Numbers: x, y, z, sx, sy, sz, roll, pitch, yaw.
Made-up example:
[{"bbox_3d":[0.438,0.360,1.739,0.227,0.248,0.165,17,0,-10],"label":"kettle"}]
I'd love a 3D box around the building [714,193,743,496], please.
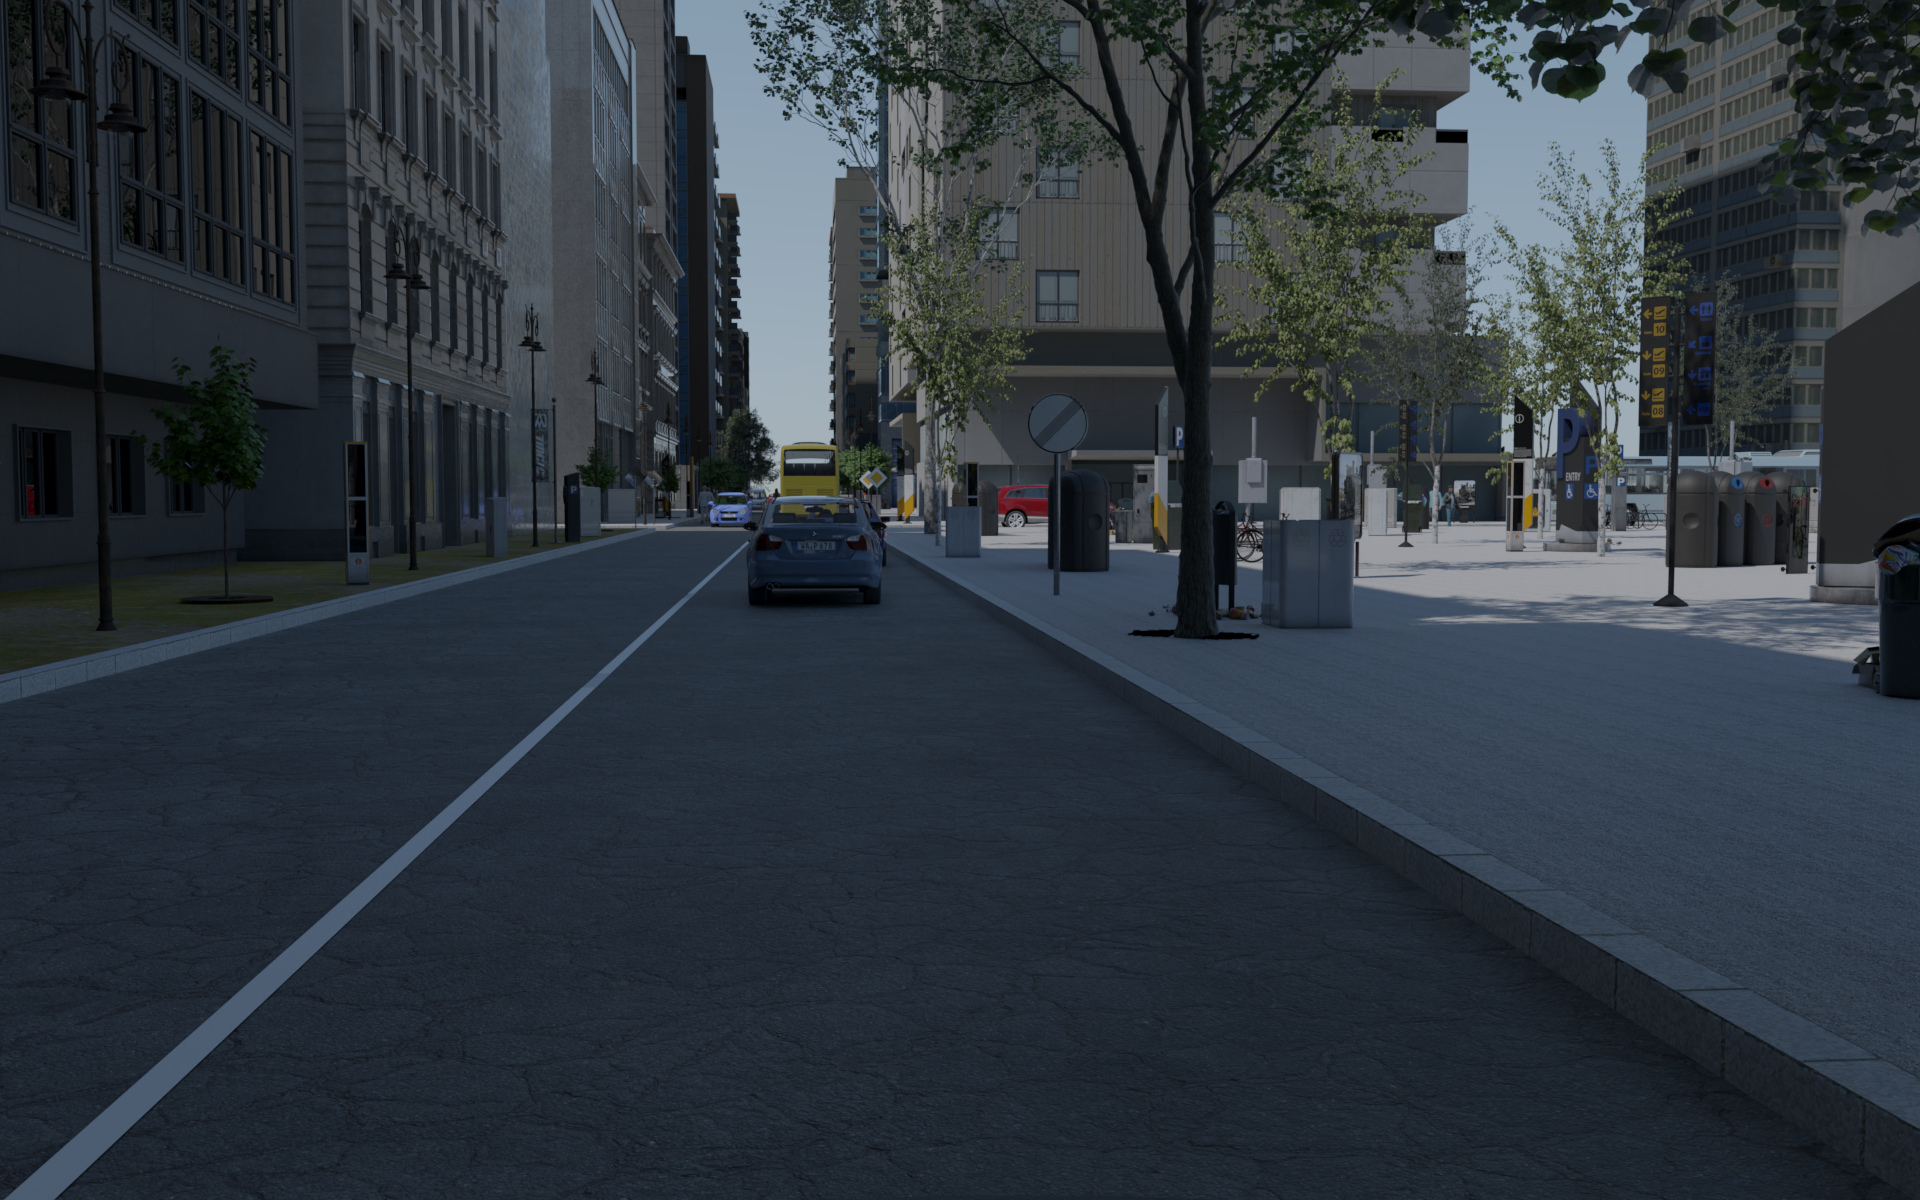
[{"bbox_3d":[-42.168,-36.069,244.348,22.147,44.769,28.867,0,4,-5],"label":"building"}]

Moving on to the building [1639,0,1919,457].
[{"bbox_3d":[54.305,-24.778,96.994,23.993,40.220,32.217,0,4,-5],"label":"building"}]

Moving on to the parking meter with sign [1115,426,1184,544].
[{"bbox_3d":[4.872,-2.974,44.889,1.738,3.016,0.543,2,4,30],"label":"parking meter with sign"}]

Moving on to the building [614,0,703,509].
[{"bbox_3d":[-33.725,-43.808,154.510,20.563,71.187,20.611,0,4,-5],"label":"building"}]

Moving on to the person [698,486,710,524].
[{"bbox_3d":[-12.241,-4.576,83.194,0.514,1.842,0.818,-3,5,-43],"label":"person"}]

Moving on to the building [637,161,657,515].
[{"bbox_3d":[-24.099,-16.692,101.786,11.050,23.489,19.941,0,4,-5],"label":"building"}]

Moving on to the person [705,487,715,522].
[{"bbox_3d":[-12.986,-4.941,89.508,0.478,1.798,0.641,2,4,32],"label":"person"}]

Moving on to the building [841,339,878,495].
[{"bbox_3d":[-0.129,-22.209,208.152,27.650,21.520,28.899,0,4,-5],"label":"building"}]

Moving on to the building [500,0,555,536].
[{"bbox_3d":[-22.301,-12.264,55.268,16.860,20.320,10.420,0,4,-5],"label":"building"}]

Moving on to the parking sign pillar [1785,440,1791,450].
[{"bbox_3d":[41.718,-6.022,86.934,1.447,3.967,1.447,3,4,38],"label":"parking sign pillar"}]

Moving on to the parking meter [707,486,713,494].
[{"bbox_3d":[-17.261,-6.976,119.773,0.399,1.863,0.255,0,4,-1],"label":"parking meter"}]

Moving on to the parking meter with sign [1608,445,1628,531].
[{"bbox_3d":[22.870,-3.908,60.159,0.543,3.016,1.738,1,4,12],"label":"parking meter with sign"}]

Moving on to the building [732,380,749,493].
[{"bbox_3d":[-47.826,-26.248,274.198,27.650,21.520,28.899,0,4,-5],"label":"building"}]

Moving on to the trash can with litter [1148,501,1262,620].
[{"bbox_3d":[2.787,-0.452,18.455,1.678,1.210,2.233,-1,4,-10],"label":"trash can with litter"}]

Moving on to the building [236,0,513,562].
[{"bbox_3d":[-16.961,-11.724,40.842,9.793,20.994,18.267,0,4,-5],"label":"building"}]

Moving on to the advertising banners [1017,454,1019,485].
[{"bbox_3d":[2.458,-4.784,74.409,0.090,3.025,2.074,0,4,4],"label":"advertising banners"}]

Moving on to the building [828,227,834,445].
[{"bbox_3d":[-9.908,-38.096,277.490,22.147,44.769,28.867,0,4,-5],"label":"building"}]

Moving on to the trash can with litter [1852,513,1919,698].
[{"bbox_3d":[6.060,0.013,11.180,0.624,1.170,1.055,0,4,7],"label":"trash can with litter"}]

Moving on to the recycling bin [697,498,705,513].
[{"bbox_3d":[-17.345,-6.401,117.211,0.722,1.027,0.722,-2,4,-30],"label":"recycling bin"}]

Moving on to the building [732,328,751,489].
[{"bbox_3d":[-43.170,-32.061,295.905,14.160,30.474,14.107,0,4,-5],"label":"building"}]

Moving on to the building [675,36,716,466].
[{"bbox_3d":[-31.867,-32.019,173.625,14.600,45.320,14.200,0,4,-5],"label":"building"}]

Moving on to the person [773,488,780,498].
[{"bbox_3d":[-11.843,-6.313,111.720,0.555,1.821,0.388,-2,4,-35],"label":"person"}]

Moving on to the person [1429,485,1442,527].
[{"bbox_3d":[18.949,-3.710,69.024,0.748,1.841,0.638,-3,5,-40],"label":"person"}]

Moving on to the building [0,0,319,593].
[{"bbox_3d":[-17.552,-13.779,18.792,14.314,27.812,24.014,0,4,-5],"label":"building"}]

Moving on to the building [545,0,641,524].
[{"bbox_3d":[-22.235,-16.141,81.933,12.078,24.808,19.932,0,4,-5],"label":"building"}]

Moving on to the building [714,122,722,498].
[{"bbox_3d":[-38.582,-35.232,195.657,23.786,49.044,30.456,0,4,-5],"label":"building"}]

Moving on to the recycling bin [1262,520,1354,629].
[{"bbox_3d":[3.376,-0.262,16.831,0.722,1.027,0.722,0,4,-5],"label":"recycling bin"}]

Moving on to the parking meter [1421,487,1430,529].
[{"bbox_3d":[16.877,-3.337,62.967,0.372,1.533,0.369,0,3,0],"label":"parking meter"}]

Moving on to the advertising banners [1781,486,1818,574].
[{"bbox_3d":[14.110,-1.948,28.031,2.074,3.025,0.090,-2,4,-23],"label":"advertising banners"}]

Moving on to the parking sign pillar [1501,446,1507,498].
[{"bbox_3d":[31.436,-6.898,101.261,1.447,3.967,1.447,2,4,26],"label":"parking sign pillar"}]

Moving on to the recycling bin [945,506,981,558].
[{"bbox_3d":[0.064,-1.393,35.337,0.722,1.027,0.722,0,4,-1],"label":"recycling bin"}]

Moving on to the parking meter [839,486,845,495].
[{"bbox_3d":[-8.549,-7.336,125.647,0.399,1.863,0.255,3,5,43],"label":"parking meter"}]

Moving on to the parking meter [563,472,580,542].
[{"bbox_3d":[-10.358,-2.476,46.188,0.399,1.863,0.255,-2,4,-34],"label":"parking meter"}]

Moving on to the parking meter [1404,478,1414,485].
[{"bbox_3d":[16.454,-3.535,63.501,0.255,1.863,0.399,3,4,37],"label":"parking meter"}]

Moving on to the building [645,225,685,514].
[{"bbox_3d":[-25.926,-17.497,122.240,11.583,22.565,21.152,0,4,-5],"label":"building"}]

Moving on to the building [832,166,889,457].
[{"bbox_3d":[-7.620,-38.446,252.292,21.300,48.544,21.600,0,4,-5],"label":"building"}]

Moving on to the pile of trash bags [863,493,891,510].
[{"bbox_3d":[-7.305,-8.249,144.622,1.912,1.369,3.447,-3,4,-38],"label":"pile of trash bags"}]

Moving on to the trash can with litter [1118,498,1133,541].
[{"bbox_3d":[4.767,-2.235,47.934,0.624,1.170,1.055,-1,4,-16],"label":"trash can with litter"}]

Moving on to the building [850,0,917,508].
[{"bbox_3d":[0.323,-52.815,176.190,22.319,86.520,31.000,0,4,-5],"label":"building"}]

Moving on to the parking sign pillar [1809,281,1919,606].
[{"bbox_3d":[10.874,-1.954,20.419,1.447,3.967,1.447,1,4,22],"label":"parking sign pillar"}]

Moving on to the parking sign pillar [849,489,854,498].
[{"bbox_3d":[-8.817,-9.358,141.469,1.447,3.967,1.447,0,4,-5],"label":"parking sign pillar"}]

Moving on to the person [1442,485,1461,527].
[{"bbox_3d":[19.877,-3.754,70.220,0.623,1.781,0.721,-3,5,-39],"label":"person"}]

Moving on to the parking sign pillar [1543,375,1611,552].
[{"bbox_3d":[13.848,-3.076,38.765,1.447,3.967,1.447,0,4,-6],"label":"parking sign pillar"}]

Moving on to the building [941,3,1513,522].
[{"bbox_3d":[10.895,-30.590,89.384,27.495,52.752,28.713,0,4,-5],"label":"building"}]

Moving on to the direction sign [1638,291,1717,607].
[{"bbox_3d":[8.143,-1.697,19.739,0.379,3.537,0.876,-3,5,-40],"label":"direction sign"}]

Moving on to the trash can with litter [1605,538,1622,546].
[{"bbox_3d":[16.325,-2.019,44.074,1.678,1.210,2.233,3,5,44],"label":"trash can with litter"}]

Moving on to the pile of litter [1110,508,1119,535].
[{"bbox_3d":[4.988,-2.467,54.296,1.719,0.858,1.176,1,4,22],"label":"pile of litter"}]
